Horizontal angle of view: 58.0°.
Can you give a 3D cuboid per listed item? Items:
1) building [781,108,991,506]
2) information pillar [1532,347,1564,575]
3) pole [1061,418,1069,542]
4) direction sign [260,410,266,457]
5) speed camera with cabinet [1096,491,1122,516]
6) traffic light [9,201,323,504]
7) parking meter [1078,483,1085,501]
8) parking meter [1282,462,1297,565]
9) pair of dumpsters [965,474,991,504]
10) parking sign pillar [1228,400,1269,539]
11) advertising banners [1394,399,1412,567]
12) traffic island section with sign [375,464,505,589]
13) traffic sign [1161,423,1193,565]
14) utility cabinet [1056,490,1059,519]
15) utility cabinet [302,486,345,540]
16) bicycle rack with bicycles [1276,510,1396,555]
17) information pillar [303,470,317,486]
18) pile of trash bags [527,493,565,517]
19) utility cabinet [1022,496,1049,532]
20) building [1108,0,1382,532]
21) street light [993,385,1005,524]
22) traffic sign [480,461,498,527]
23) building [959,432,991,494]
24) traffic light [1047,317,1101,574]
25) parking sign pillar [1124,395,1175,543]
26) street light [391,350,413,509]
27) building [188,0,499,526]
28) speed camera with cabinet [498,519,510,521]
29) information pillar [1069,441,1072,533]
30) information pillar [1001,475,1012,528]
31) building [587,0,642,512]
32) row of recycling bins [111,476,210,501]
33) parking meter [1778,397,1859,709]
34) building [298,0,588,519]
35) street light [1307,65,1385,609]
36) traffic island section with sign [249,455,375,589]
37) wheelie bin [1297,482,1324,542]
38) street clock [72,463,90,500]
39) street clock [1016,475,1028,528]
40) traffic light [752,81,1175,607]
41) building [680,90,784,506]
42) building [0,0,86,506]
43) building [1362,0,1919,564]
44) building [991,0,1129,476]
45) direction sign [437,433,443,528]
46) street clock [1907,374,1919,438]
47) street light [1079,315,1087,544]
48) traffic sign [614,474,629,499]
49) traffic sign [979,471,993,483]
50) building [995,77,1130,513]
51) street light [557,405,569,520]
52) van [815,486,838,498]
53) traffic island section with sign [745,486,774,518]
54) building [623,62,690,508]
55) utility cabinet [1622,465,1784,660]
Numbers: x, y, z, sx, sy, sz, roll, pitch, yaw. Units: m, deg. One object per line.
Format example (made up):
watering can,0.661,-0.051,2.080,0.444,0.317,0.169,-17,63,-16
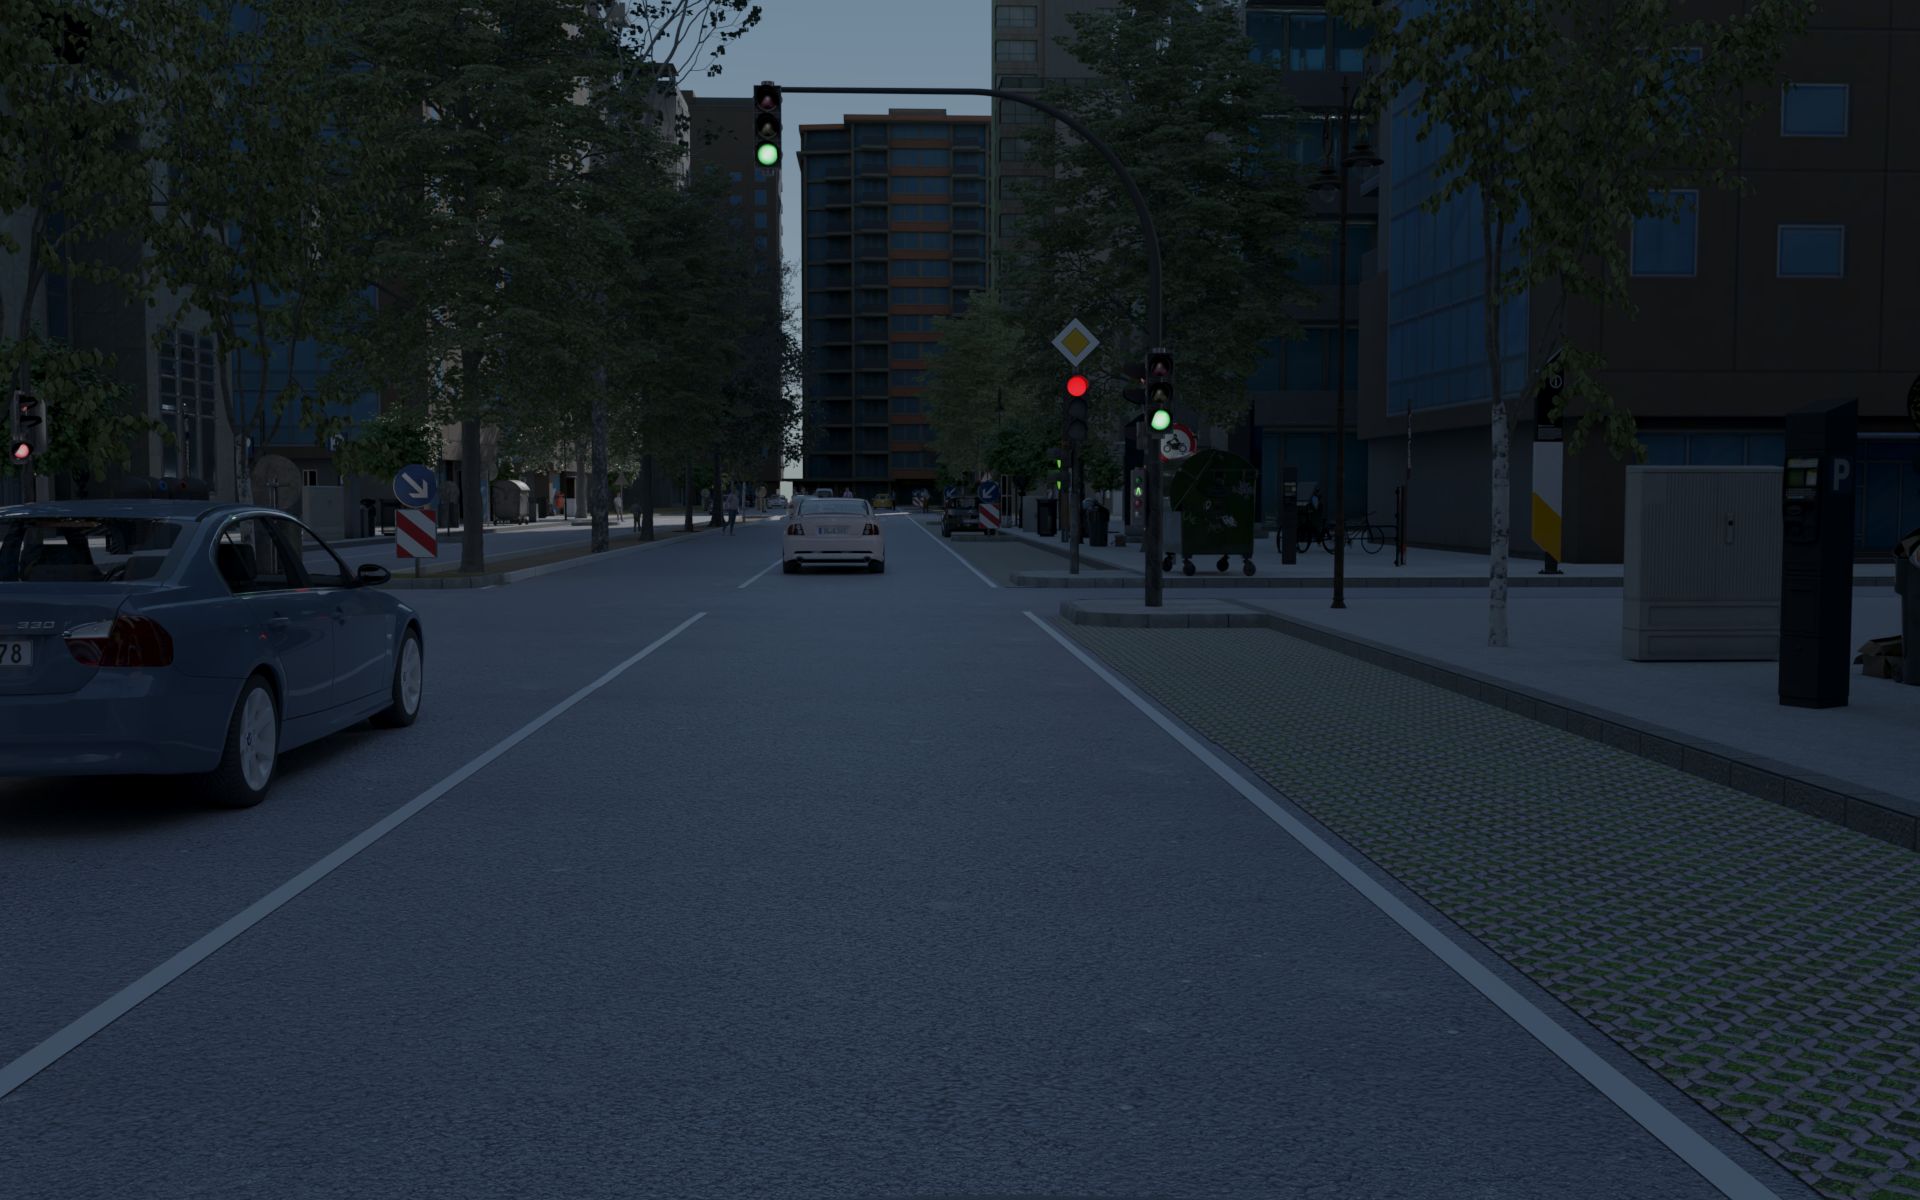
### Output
building,-5.618,-33.336,199.665,28.867,44.769,22.147,0,4,-3
information pillar,9.380,-2.217,27.596,0.504,3.616,0.183,-1,4,-12
pole,2.790,-3.183,45.887,0.158,3.312,0.155,0,3,0
direction sign,-18.866,-3.361,46.948,0.379,3.537,0.876,-1,4,-15
speed camera with cabinet,9.060,-6.590,102.078,2.038,3.252,0.660,2,4,25
traffic light,-12.391,-3.203,27.041,4.771,5.953,1.251,0,4,-3
parking meter,5.363,-4.379,77.301,0.399,1.863,0.255,3,5,43
parking meter,6.007,-1.582,31.577,0.255,1.863,0.399,1,4,9
pair of dumpsters,1.164,-5.228,87.967,1.574,2.255,4.437,0,4,-3
parking sign pillar,8.266,-3.782,50.310,1.447,3.967,1.447,-1,4,-20
advertising banners,8.035,-2.150,31.336,0.090,3.025,2.074,1,4,21
traffic island section with sign,-8.301,-1.153,26.984,2.006,1.907,1.989,0,4,-3
traffic sign,3.881,-1.911,31.344,0.768,2.556,0.104,0,4,3
utility cabinet,5.436,-4.807,87.272,1.173,1.500,0.318,2,4,28
utility cabinet,-17.386,-2.363,47.322,0.318,1.500,1.173,2,4,28
bicycle rack with bicycles,7.945,-1.467,37.365,2.925,0.926,2.852,-2,4,-33
information pillar,-19.575,-2.919,52.222,0.304,2.012,0.304,3,5,41
pile of trash bags,-24.075,-5.497,99.620,1.912,1.369,3.447,2,4,31
utility cabinet,2.530,-2.879,58.226,0.306,1.237,1.020,-3,4,-38
building,18.284,-27.574,70.436,23.786,49.044,30.456,0,4,-3
street light,1.680,-6.178,73.801,0.468,5.910,1.993,0,4,-3
traffic sign,-18.405,-4.123,67.525,0.768,2.556,0.104,0,4,1
building,11.767,-51.781,159.297,22.319,86.520,31.000,0,4,-3
traffic light,1.817,-2.370,27.676,0.839,4.253,0.868,0,4,-3
parking sign pillar,5.032,-3.506,45.803,1.447,3.967,1.447,1,4,17
street light,-17.857,-5.066,55.612,0.468,5.910,1.993,0,4,-3
building,-28.125,-25.913,73.788,14.600,45.320,14.200,0,4,-3
speed camera with cabinet,-22.183,-5.492,84.129,0.660,3.252,2.038,-1,4,-16
information pillar,3.524,-3.927,55.559,0.183,3.616,0.504,-1,4,-19
information pillar,1.763,-3.733,65.534,0.304,2.012,0.304,3,5,41
building,-36.920,-31.231,130.242,23.786,49.044,30.456,0,4,-3
row of recycling bins,-18.790,-2.054,40.700,1.069,1.692,3.534,0,4,3
parking meter,5.167,-0.289,10.438,0.399,1.863,0.255,-2,4,-31
building,-31.254,-28.008,108.038,14.600,45.320,14.200,0,4,-3
street light,4.256,-2.845,19.299,0.468,5.910,1.993,0,4,-3
traffic island section with sign,-7.969,-0.700,19.585,2.006,1.907,1.989,0,4,-3
wheelie bin,9.252,-2.339,46.146,0.693,1.594,0.980,-3,4,-38
street clock,-20.736,-2.222,40.897,0.471,2.002,0.358,3,5,42
street clock,2.312,-3.675,64.662,0.358,2.002,0.471,3,5,43
traffic light,0.099,-2.740,19.462,4.771,5.953,1.251,0,4,-3
building,-27.380,-33.366,195.643,14.200,45.320,14.600,0,4,-3
building,-33.610,-44.589,41.702,22.319,86.520,31.000,0,4,-3
building,17.668,-23.672,37.142,14.200,45.320,14.600,0,4,-3
building,9.371,-27.776,137.734,14.154,41.232,14.086,0,4,-3
direction sign,-19.410,-4.444,64.650,0.379,3.537,0.876,-2,4,-27
street clock,5.325,-0.287,9.269,0.471,2.002,0.358,3,4,37
street light,3.123,-4.384,44.461,0.468,5.910,1.993,0,4,-3
traffic sign,-19.821,-6.203,101.425,0.884,2.594,0.081,0,4,-1
traffic sign,1.352,-5.201,85.040,0.884,2.594,0.081,0,4,6
building,9.394,-21.544,123.943,14.160,30.474,14.107,0,4,-3
street light,-19.261,-6.830,84.450,0.468,5.910,1.993,0,4,-3
van,-10.513,-7.796,134.483,2.013,2.044,4.112,0,4,-4
traffic island section with sign,-11.778,-5.744,102.043,2.006,1.907,1.989,0,4,-3
building,-33.266,-29.555,166.820,14.086,41.232,14.154,0,4,-3
utility cabinet,5.731,-0.282,13.282,1.173,1.500,0.318,0,4,-4
